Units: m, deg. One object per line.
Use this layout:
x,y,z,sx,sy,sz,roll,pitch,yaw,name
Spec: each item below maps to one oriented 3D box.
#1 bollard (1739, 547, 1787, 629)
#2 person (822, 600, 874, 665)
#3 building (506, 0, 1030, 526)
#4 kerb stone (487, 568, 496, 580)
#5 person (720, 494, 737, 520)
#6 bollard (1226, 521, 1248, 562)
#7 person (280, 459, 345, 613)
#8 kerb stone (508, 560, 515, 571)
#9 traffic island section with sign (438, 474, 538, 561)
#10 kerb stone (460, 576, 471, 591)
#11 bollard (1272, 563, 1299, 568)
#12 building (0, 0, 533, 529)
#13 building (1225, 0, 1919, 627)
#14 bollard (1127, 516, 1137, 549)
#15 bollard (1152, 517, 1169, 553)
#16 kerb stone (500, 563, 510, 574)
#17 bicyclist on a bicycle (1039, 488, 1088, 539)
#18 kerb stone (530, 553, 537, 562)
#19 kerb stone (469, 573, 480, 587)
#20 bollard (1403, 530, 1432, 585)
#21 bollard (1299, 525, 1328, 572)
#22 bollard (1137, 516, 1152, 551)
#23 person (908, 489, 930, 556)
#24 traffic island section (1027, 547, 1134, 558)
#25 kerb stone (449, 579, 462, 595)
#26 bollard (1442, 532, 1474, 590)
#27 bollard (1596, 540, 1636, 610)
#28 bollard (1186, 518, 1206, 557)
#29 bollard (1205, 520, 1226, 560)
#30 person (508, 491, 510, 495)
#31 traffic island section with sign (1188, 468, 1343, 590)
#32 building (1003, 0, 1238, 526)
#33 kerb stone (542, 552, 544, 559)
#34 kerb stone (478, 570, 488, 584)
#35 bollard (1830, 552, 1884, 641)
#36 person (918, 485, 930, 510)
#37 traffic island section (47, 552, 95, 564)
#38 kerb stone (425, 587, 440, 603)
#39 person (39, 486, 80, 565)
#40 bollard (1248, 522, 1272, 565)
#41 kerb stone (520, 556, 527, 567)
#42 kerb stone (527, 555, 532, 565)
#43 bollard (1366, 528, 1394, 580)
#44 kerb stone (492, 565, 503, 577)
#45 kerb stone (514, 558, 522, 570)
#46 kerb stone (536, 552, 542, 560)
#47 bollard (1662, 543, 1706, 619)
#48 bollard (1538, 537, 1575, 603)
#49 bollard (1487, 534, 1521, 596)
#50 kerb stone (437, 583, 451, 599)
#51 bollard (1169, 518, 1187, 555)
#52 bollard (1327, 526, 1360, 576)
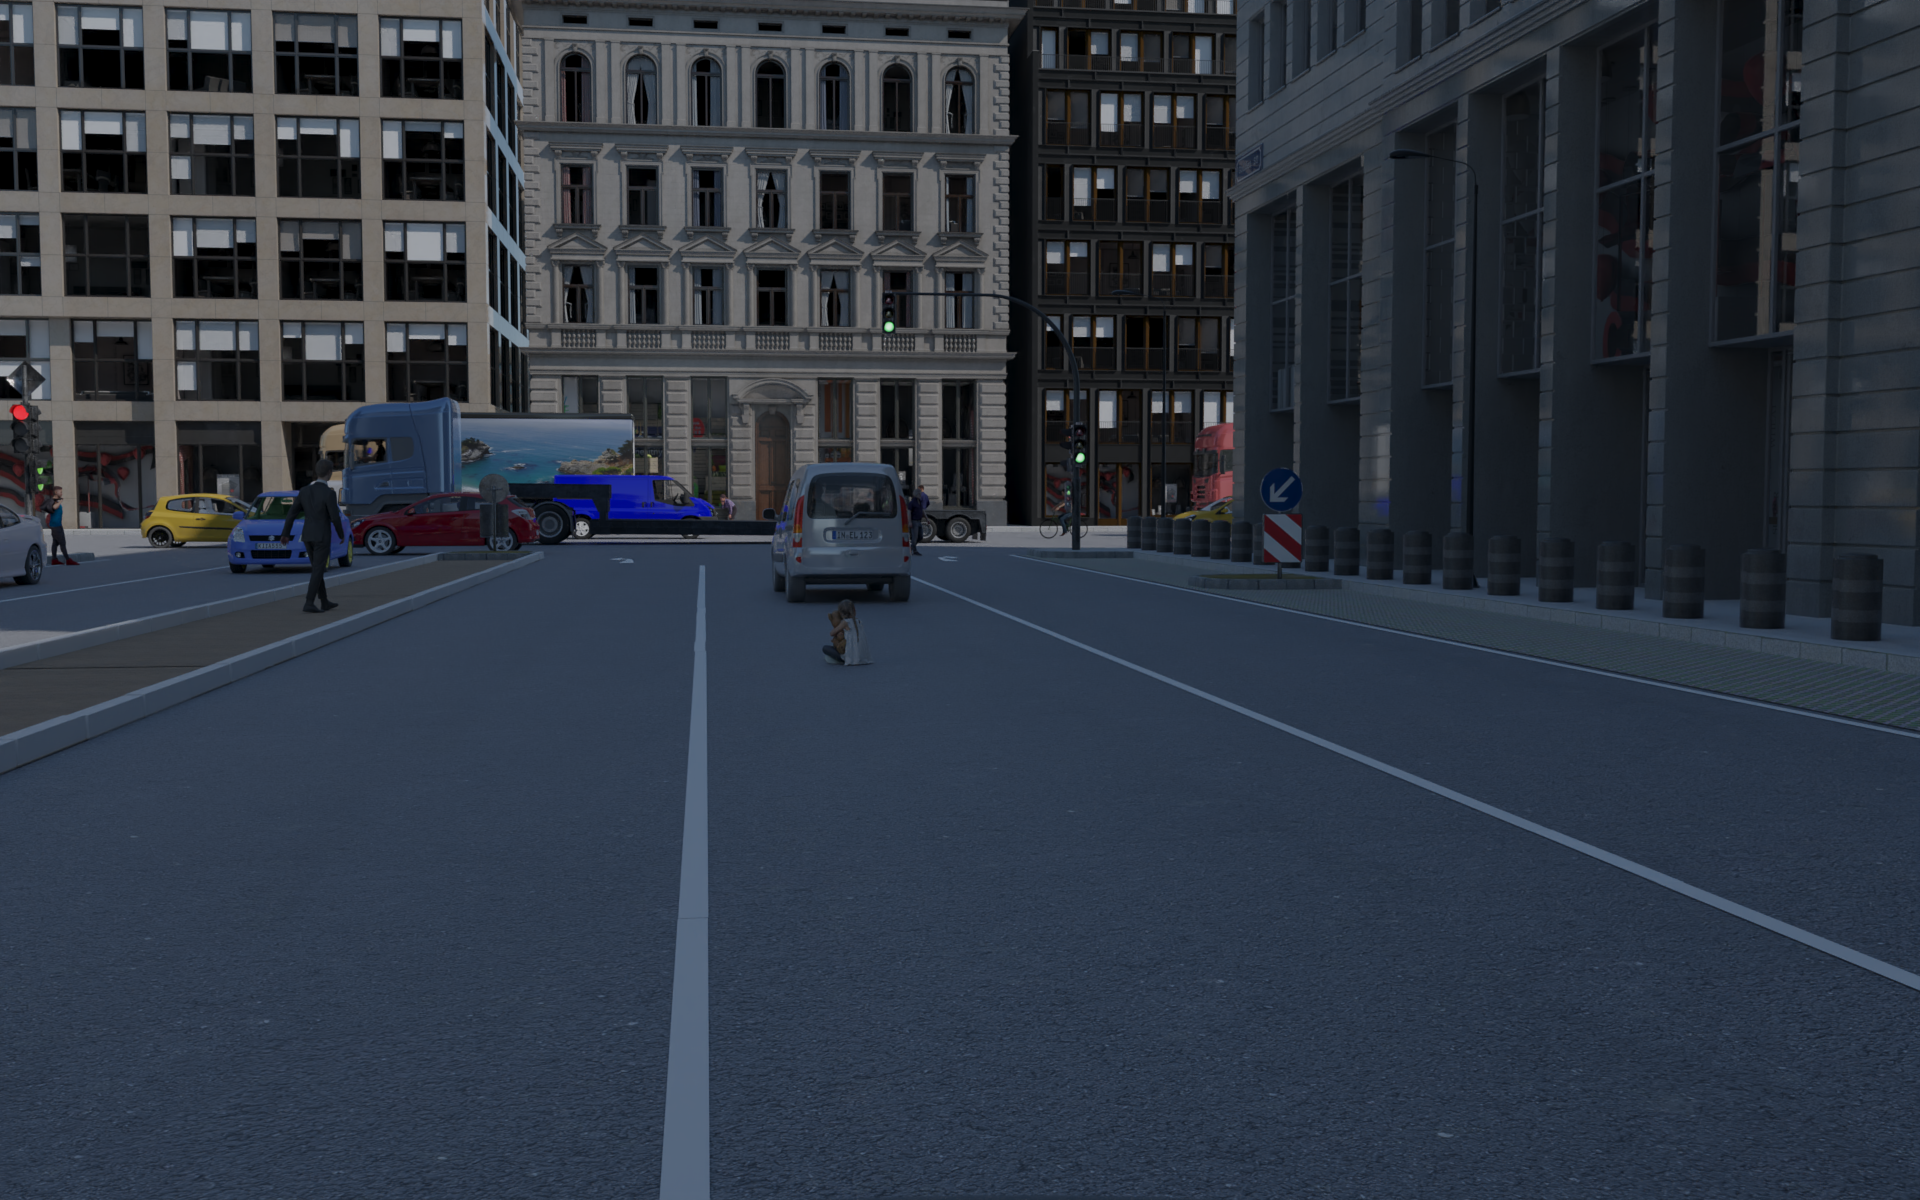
7.705,-0.116,16.613,0.404,0.777,0.398,0,3,0,bollard
-0.937,0.267,14.611,0.357,0.543,0.381,2,4,33,person
-7.974,-14.847,71.628,19.941,23.489,11.050,-1,4,-8,building
-7.908,-0.402,28.893,0.120,0.150,1.000,-1,4,-8,kerb stone
-8.151,-3.012,60.982,0.421,1.427,0.697,3,5,43,person
5.329,-1.104,32.770,0.404,0.777,0.398,0,3,0,bollard
-7.713,-0.773,20.922,0.659,1.850,0.755,1,4,21,person
-8.367,-0.597,31.949,0.120,0.150,1.000,-1,4,-8,kerb stone
-10.332,-1.834,38.126,2.006,1.907,1.989,-1,4,-8,traffic island section with sign
-7.457,-0.223,25.835,0.120,0.150,1.000,-1,4,-8,kerb stone
5.725,-0.940,30.080,0.404,0.777,0.398,0,3,0,bollard
-35.802,-16.303,71.070,34.151,26.468,19.350,-1,4,-8,building
13.491,-15.061,23.741,11.434,29.767,29.804,-1,4,-8,building
4.138,-1.599,40.855,0.404,0.777,0.398,0,3,0,bollard
4.531,-1.433,38.152,0.404,0.777,0.398,0,3,0,bollard
-8.206,-0.532,30.932,0.120,0.150,1.000,-1,4,-8,kerb stone
3.338,-2.796,55.739,1.625,1.676,1.499,-1,4,-10,bicyclist on a bicycle
-8.957,-0.845,36.016,0.120,0.150,1.000,-1,4,-8,kerb stone
-7.612,-0.284,26.850,0.120,0.150,1.000,-1,4,-8,kerb stone
6.520,-0.610,24.687,0.404,0.777,0.398,0,3,0,bollard
5.923,-0.857,28.729,0.404,0.777,0.398,0,3,0,bollard
4.338,-1.516,39.499,0.404,0.777,0.398,0,3,0,bollard
-1.003,-1.803,40.191,0.569,1.553,0.471,-1,4,-23,person
2.677,-1.071,39.791,2.009,0.180,2.903,-1,4,-8,traffic island section
-7.311,-0.159,24.818,0.120,0.150,1.000,-1,4,-8,kerb stone
6.714,-0.528,23.342,0.404,0.777,0.398,0,3,0,bollard
7.309,-0.281,19.306,0.404,0.777,0.398,0,3,0,bollard
4.933,-1.269,35.458,0.404,0.777,0.398,0,3,0,bollard
5.131,-1.186,34.114,0.404,0.777,0.398,0,3,0,bollard
-12.214,-2.301,46.242,0.709,1.813,0.853,3,4,36,person
4.603,-1.105,26.694,1.989,1.847,2.006,-1,4,-8,traffic island section with sign
9.766,-15.013,75.145,15.834,23.373,12.332,-1,4,-8,building
-9.255,-0.970,38.059,0.120,0.150,1.000,-1,4,-8,kerb stone
-7.757,-0.347,27.871,0.120,0.150,1.000,-1,4,-8,kerb stone
7.906,-0.033,15.263,0.404,0.777,0.398,0,3,0,bollard
-1.333,-3.056,59.165,0.504,1.737,0.576,1,4,15,person
-19.626,-0.871,36.526,2.009,0.180,2.903,-1,4,-8,traffic island section
-7.016,-0.036,22.782,0.120,0.150,1.000,-1,4,-8,kerb stone
-18.073,-1.491,34.749,0.662,1.594,0.647,-3,4,-38,person
5.524,-1.022,31.424,0.404,0.777,0.398,0,3,0,bollard
-8.652,-0.721,33.981,0.120,0.150,1.000,-1,4,-8,kerb stone
-8.810,-0.780,34.996,0.120,0.150,1.000,-1,4,-8,kerb stone
6.319,-0.693,26.040,0.404,0.777,0.398,0,3,0,bollard
-8.058,-0.471,29.908,0.120,0.150,1.000,-1,4,-8,kerb stone
-8.508,-0.650,32.966,0.120,0.150,1.000,-1,4,-8,kerb stone
-9.113,-0.903,37.038,0.120,0.150,1.000,-1,4,-8,kerb stone
7.507,-0.198,17.960,0.404,0.777,0.398,0,3,0,bollard
7.112,-0.363,20.650,0.404,0.777,0.398,0,3,0,bollard
6.912,-0.445,21.998,0.404,0.777,0.398,0,3,0,bollard
-7.165,-0.098,23.799,0.120,0.150,1.000,-1,4,-8,kerb stone
4.737,-1.351,36.806,0.404,0.777,0.398,0,3,0,bollard
6.117,-0.775,27.384,0.404,0.777,0.398,0,3,0,bollard
